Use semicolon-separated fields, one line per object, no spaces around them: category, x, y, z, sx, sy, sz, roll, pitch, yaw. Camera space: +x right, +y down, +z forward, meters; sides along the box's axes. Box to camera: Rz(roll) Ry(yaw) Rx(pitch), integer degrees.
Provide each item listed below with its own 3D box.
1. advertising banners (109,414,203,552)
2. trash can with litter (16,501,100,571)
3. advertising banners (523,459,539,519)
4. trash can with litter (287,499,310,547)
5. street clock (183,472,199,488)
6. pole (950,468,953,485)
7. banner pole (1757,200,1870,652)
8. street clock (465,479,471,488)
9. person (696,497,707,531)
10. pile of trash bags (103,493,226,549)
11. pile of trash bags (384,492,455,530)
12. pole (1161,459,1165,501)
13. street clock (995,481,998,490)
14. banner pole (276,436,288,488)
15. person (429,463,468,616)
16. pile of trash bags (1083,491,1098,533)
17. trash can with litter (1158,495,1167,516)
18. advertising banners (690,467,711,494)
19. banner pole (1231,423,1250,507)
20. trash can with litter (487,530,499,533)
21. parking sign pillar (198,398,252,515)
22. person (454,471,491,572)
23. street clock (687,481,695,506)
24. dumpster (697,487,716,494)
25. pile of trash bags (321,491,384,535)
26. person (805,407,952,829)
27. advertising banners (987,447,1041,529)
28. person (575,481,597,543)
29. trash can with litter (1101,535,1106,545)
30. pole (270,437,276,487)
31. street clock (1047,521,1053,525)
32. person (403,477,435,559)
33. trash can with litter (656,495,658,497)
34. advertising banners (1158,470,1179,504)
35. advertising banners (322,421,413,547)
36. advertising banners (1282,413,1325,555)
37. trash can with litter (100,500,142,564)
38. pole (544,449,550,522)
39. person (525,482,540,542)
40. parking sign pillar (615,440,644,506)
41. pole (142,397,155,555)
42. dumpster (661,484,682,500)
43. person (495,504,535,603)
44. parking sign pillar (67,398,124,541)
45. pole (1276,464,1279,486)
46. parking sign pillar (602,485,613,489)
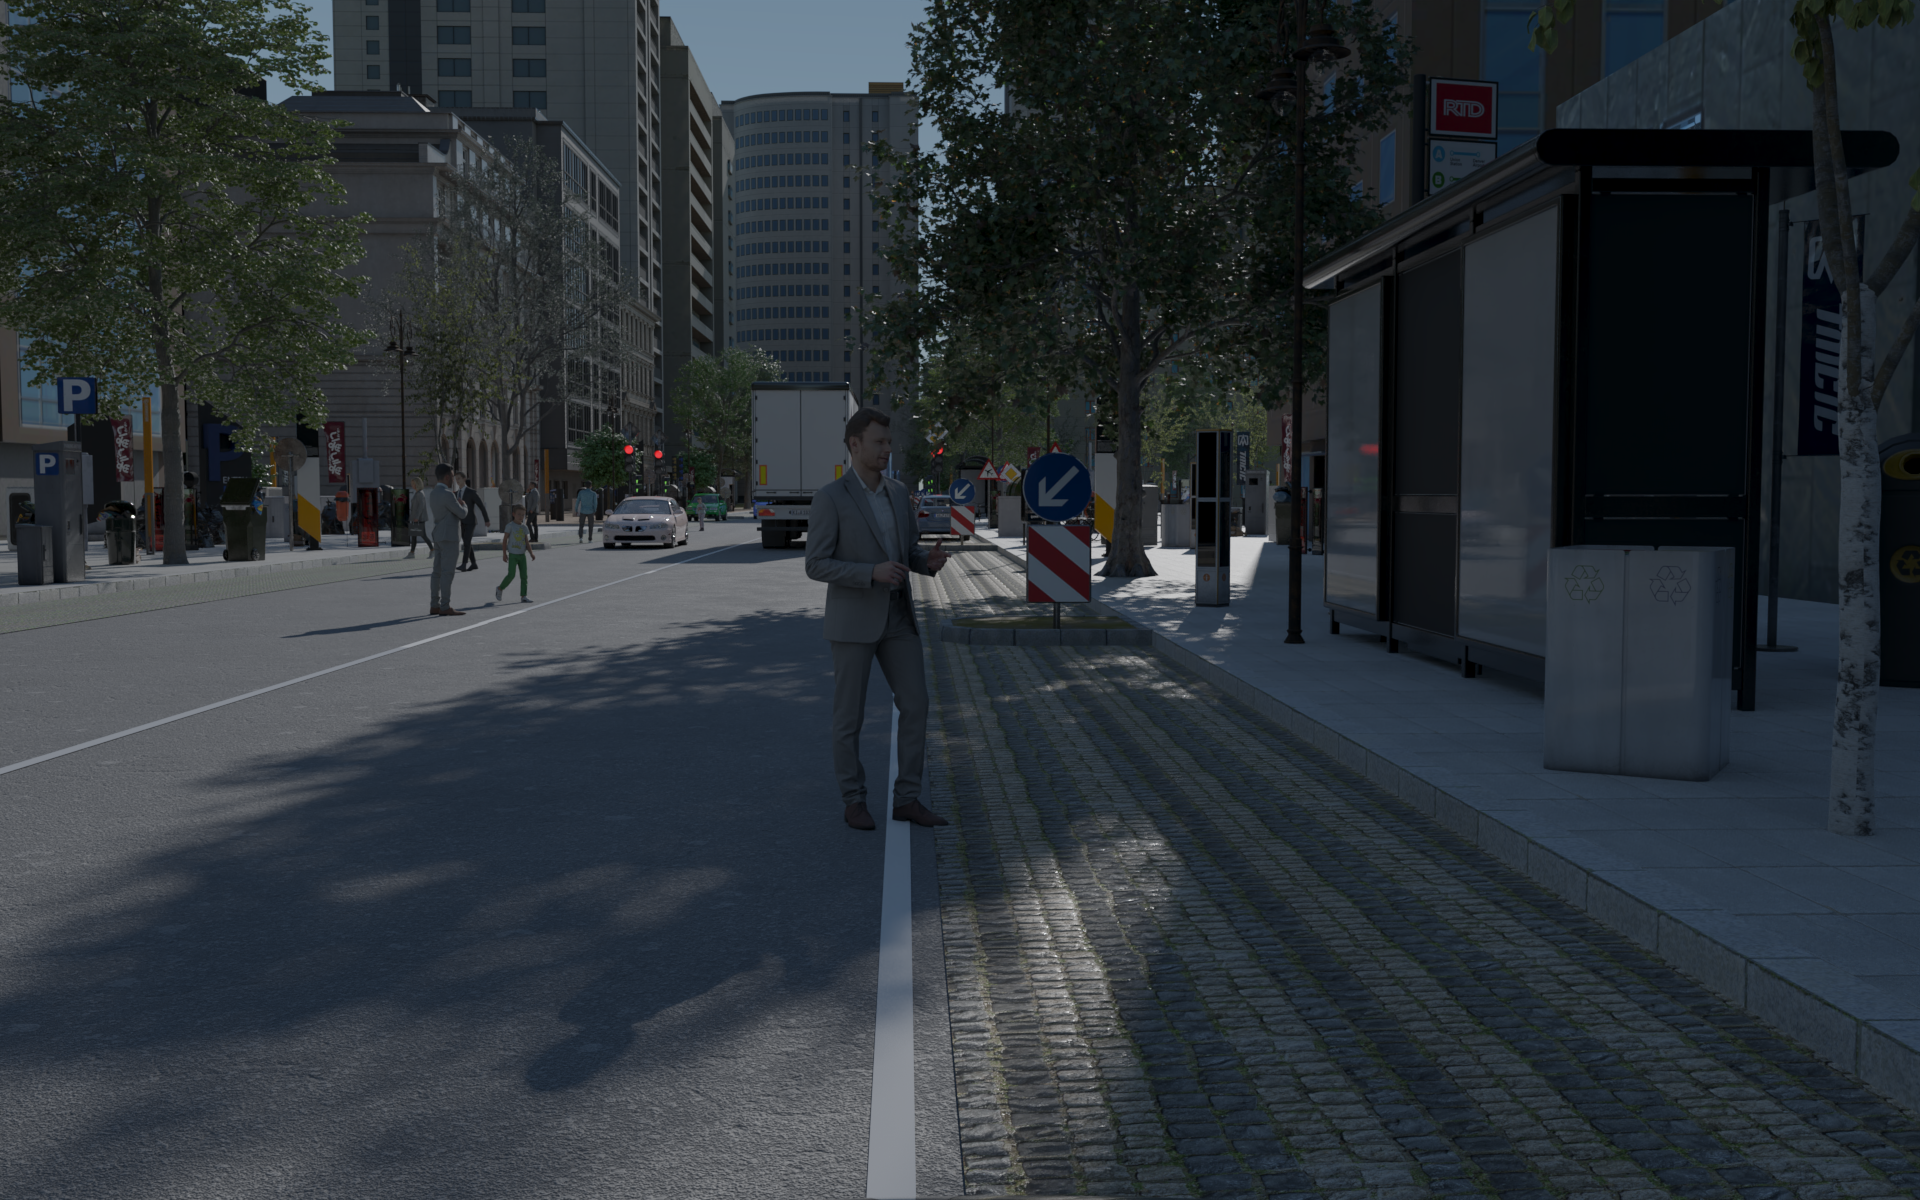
advertising banners;-17.911;-2.594;38.607;0.090;3.025;2.074;3;4;36
trash can with litter;-14.467;-0.996;27.676;1.055;1.170;0.624;0;4;-7
advertising banners;-21.733;-5.590;87.590;0.090;3.025;2.074;-3;4;-39
trash can with litter;-16.213;-1.912;42.645;0.624;1.170;1.055;-1;4;-15
street clock;-25.167;-3.188;56.687;0.471;2.002;0.358;1;4;16
pole;-0.627;-7.920;123.330;0.158;3.312;0.155;0;3;0
banner pole;6.831;-1.464;13.961;0.401;3.779;0.863;-3;5;-42
street clock;-23.461;-4.773;82.615;0.358;2.002;0.471;-1;4;-13
person;-10.013;-3.317;67.012;0.425;1.301;0.394;0;4;6
pile of trash bags;-18.652;-1.958;41.763;1.912;1.369;3.447;3;5;43
pile of trash bags;-19.640;-3.208;62.199;3.447;1.369;1.912;-2;4;-31
pole;11.651;-6.467;99.578;0.158;3.312;0.155;0;3;0
street clock;2.061;-5.210;89.759;0.471;2.002;0.358;-1;4;-14
banner pole;-29.118;-5.170;74.542;0.401;3.779;0.863;3;4;37
person;-6.042;-0.725;20.542;0.511;1.800;0.466;3;4;37
pile of trash bags;5.064;-2.957;58.106;1.912;1.369;3.447;-2;4;-26
trash can with litter;11.710;-5.565;102.048;1.678;1.210;2.233;3;5;43
advertising banners;-16.443;-6.947;109.764;2.074;3.025;0.090;3;4;38
banner pole;9.789;-4.335;60.890;0.863;3.779;0.401;0;4;-5
trash can with litter;-15.700;-2.791;56.686;2.233;1.210;1.678;-1;4;-14
parking sign pillar;-20.469;-3.658;48.278;1.447;3.967;1.447;3;5;42
person;-9.163;-1.452;32.019;0.659;1.850;0.755;2;4;27
street clock;-15.456;-5.803;99.452;0.358;2.002;0.471;2;4;27
dumpster;-18.582;-7.403;126.799;1.264;1.857;1.865;0;4;-2
pile of trash bags;-19.478;-2.767;54.995;1.912;1.369;3.447;-1;4;-16
person;-0.324;0.080;7.397;0.583;1.804;0.606;3;5;43
advertising banners;1.990;-4.157;64.147;2.074;3.025;0.090;1;4;18
person;-10.904;-2.566;50.473;0.660;1.820;0.620;0;4;-4
trash can with litter;3.988;-1.969;43.576;1.055;1.170;0.624;-1;4;-12
pole;-24.595;-4.172;62.053;0.158;3.312;0.155;0;3;0
street clock;1.855;-1.868;35.109;0.471;2.002;0.358;1;4;12
person;-11.894;-1.801;38.134;0.728;1.800;0.709;-2;4;-25
trash can with litter;-21.063;-6.651;119.799;1.678;1.210;2.233;-1;4;-17
advertising banners;15.330;-8.052;127.831;2.074;3.025;0.090;-3;5;-41
advertising banners;-14.307;-2.795;41.887;2.074;3.025;0.090;-2;4;-25
advertising banners;7.317;-2.495;36.980;0.090;3.025;2.074;-1;4;-15
trash can with litter;-15.331;-1.239;31.644;0.624;1.170;1.055;-1;4;-16
pole;-18.876;-5.217;79.140;0.158;3.312;0.155;0;3;0
person;-12.641;-2.598;51.158;0.473;1.802;0.592;0;4;3
parking sign pillar;-16.208;-5.913;85.157;1.447;3.967;1.447;-1;4;-12
pole;-17.110;-2.611;36.526;0.158;3.312;0.155;0;3;0
dumpster;-17.468;-6.029;104.337;1.264;1.857;1.865;0;4;-2
person;-5.899;-0.624;22.944;0.590;1.304;0.306;2;4;27
parking sign pillar;-23.681;-3.608;47.464;1.447;3.967;1.447;-1;4;-16
pole;21.387;-7.509;116.610;0.158;3.312;0.155;0;3;0
parking sign pillar;-21.982;-7.416;109.729;1.447;3.967;1.447;0;4;-4
